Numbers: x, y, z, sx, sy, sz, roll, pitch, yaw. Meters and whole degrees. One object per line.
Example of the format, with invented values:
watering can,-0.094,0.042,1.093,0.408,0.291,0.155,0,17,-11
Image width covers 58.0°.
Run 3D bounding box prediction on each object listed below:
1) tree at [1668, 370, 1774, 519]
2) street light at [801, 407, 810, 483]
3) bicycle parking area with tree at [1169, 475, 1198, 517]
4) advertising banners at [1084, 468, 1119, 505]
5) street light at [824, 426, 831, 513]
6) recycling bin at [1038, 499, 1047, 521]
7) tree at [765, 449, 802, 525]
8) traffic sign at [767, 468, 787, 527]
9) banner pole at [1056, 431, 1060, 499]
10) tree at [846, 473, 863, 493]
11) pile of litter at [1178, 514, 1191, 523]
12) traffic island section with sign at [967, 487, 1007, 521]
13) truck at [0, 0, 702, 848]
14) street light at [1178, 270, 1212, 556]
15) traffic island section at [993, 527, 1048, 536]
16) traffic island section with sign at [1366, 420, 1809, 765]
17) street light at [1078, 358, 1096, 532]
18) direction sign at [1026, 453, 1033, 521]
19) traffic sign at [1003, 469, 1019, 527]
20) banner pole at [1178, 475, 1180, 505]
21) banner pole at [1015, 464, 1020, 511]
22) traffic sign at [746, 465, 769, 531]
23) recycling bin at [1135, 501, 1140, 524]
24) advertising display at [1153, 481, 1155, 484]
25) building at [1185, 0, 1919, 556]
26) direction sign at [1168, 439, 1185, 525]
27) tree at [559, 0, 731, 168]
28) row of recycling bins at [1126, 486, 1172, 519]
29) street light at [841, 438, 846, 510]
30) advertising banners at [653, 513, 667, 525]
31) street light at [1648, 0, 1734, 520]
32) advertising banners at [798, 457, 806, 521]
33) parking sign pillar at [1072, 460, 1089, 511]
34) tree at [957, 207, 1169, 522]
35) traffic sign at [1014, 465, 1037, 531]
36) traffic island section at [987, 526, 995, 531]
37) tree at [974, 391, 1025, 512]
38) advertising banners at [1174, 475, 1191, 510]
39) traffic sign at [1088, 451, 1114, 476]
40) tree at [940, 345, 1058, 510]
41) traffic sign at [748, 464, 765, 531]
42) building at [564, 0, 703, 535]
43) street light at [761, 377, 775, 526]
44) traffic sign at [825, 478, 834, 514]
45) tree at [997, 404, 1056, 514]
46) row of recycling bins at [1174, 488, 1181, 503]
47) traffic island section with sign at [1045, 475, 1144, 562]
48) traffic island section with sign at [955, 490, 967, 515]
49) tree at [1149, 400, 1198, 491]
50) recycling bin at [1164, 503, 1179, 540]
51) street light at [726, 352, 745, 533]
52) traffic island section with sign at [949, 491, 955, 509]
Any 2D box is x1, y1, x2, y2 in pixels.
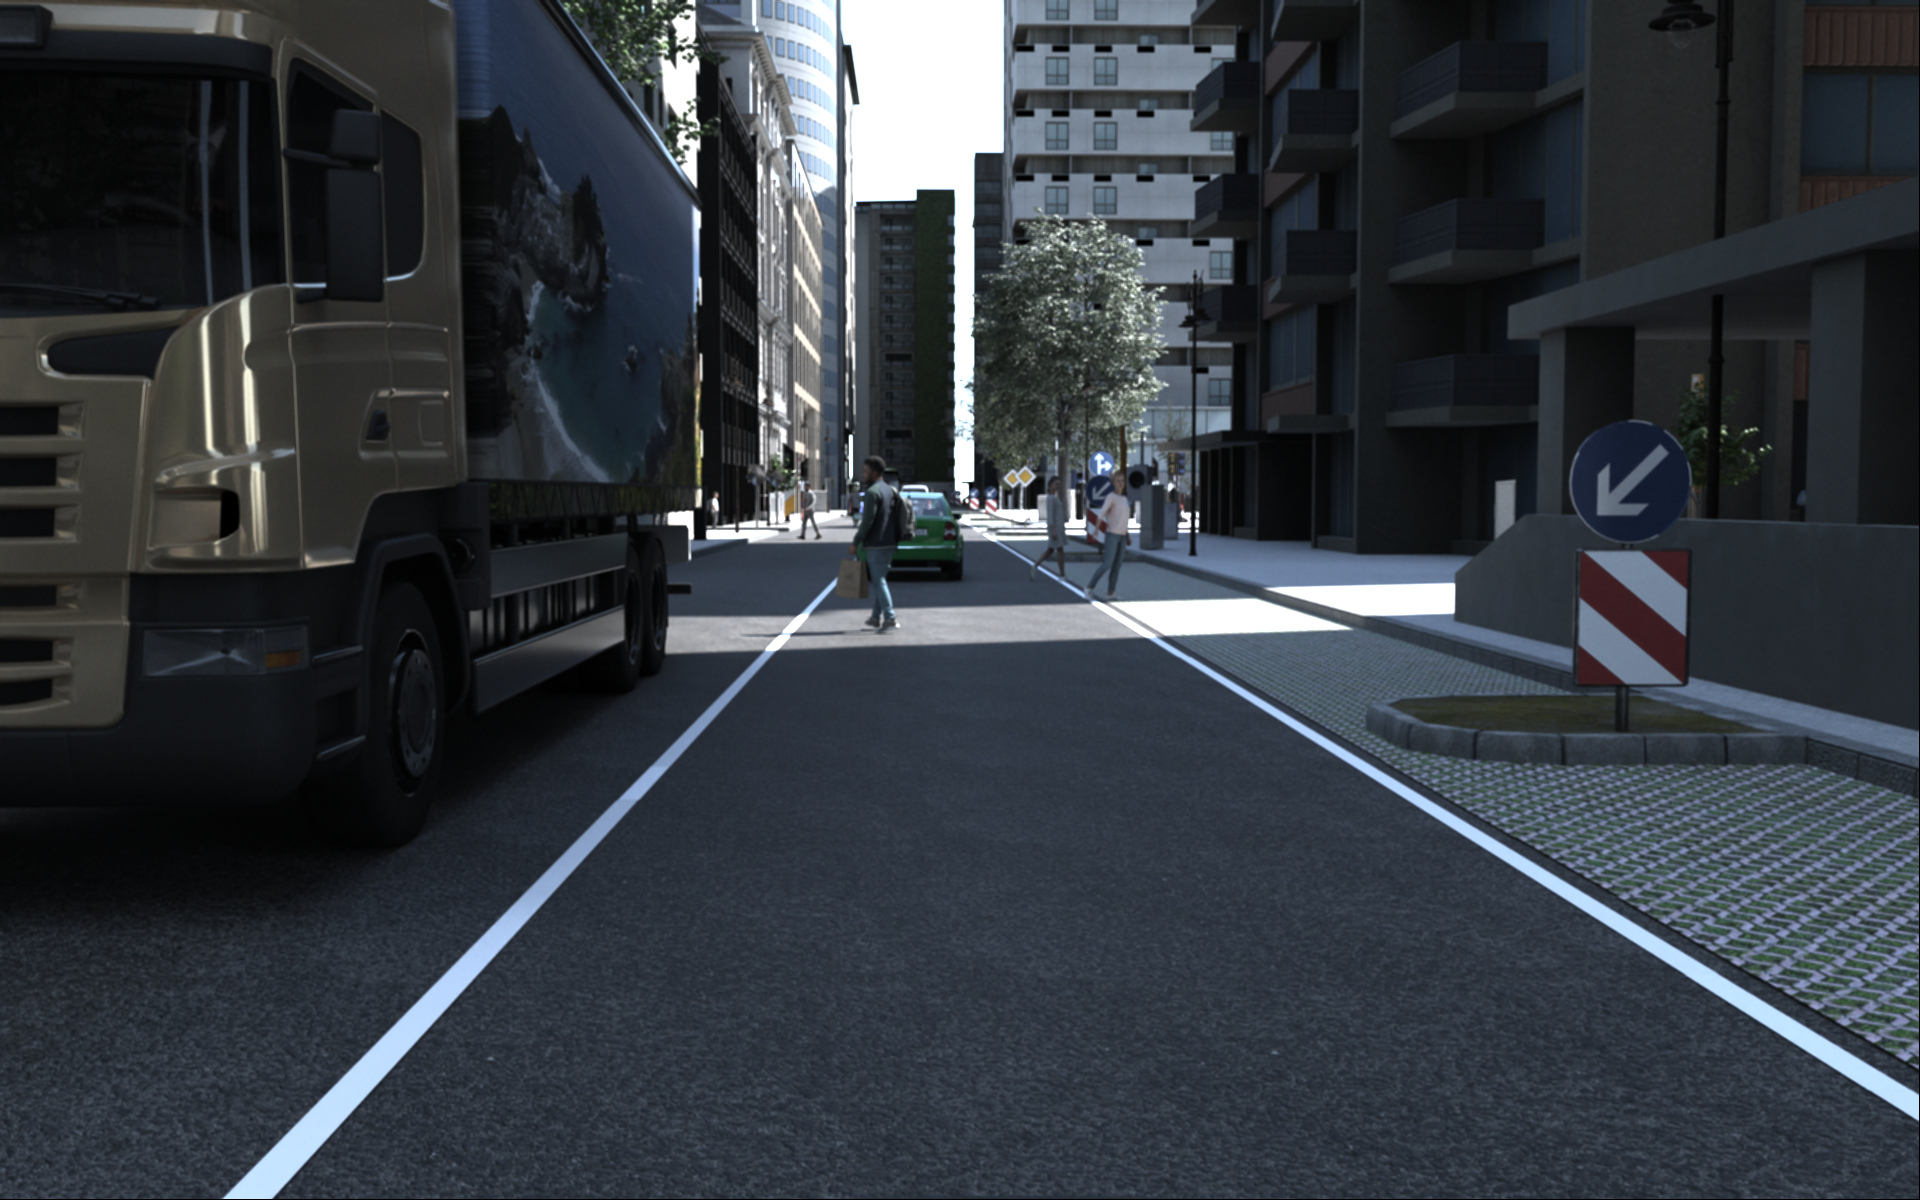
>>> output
tree,11.408,-1.973,26.863,1.663,3.219,1.824,0,3,0
street light,-8.198,-7.289,91.958,0.468,5.910,1.993,0,4,-1
bicycle parking area with tree,14.246,-6.647,95.680,8.231,4.147,9.016,0,4,2
advertising banners,8.074,-6.277,98.811,2.074,3.025,0.090,1,4,8
street light,-8.781,-8.709,115.186,0.468,5.910,1.993,0,4,-1
recycling bin,4.113,-4.285,82.614,0.722,1.027,0.722,1,4,11
tree,-7.742,-4.802,73.113,1.663,3.219,1.824,0,3,0
traffic sign,-7.174,-3.918,67.700,0.795,2.450,0.064,0,4,-1
banner pole,3.844,-4.793,68.379,0.401,3.779,0.863,1,4,12
tree,-10.091,-10.318,163.300,1.663,3.219,1.824,0,3,0
pile of litter,9.447,-3.878,77.363,1.719,0.858,1.176,2,4,35
traffic island section with sign,1.515,-5.136,92.596,1.989,1.847,2.006,0,4,-1
truck,-3.472,-1.313,10.385,2.839,4.237,11.283,0,4,-1
street light,4.846,-3.858,35.863,0.468,5.910,1.993,0,4,-1
traffic island section,2.280,-2.306,59.992,2.009,0.180,2.903,0,4,-1
traffic island section with sign,3.463,-0.087,10.044,1.989,1.847,2.006,0,4,-1
street light,4.331,-5.276,59.057,0.468,5.910,1.993,0,4,-1
direction sign,3.337,-5.616,83.822,0.379,3.537,0.876,1,4,18
traffic sign,2.068,-3.930,67.897,0.795,2.450,0.064,0,4,-1
banner pole,13.773,-7.265,108.802,0.401,3.779,0.863,1,4,17
banner pole,4.310,-8.544,129.718,0.401,3.779,0.863,-2,4,-28
traffic sign,-6.986,-3.430,59.717,0.795,2.450,0.064,0,4,-1
recycling bin,7.866,-3.726,73.476,0.722,1.027,0.722,-1,4,-13
advertising display,9.275,-4.866,84.771,0.123,1.923,0.974,2,4,32
building,17.824,-23.808,43.879,22.147,44.769,28.867,0,4,-1
direction sign,8.949,-4.875,71.702,0.876,3.537,0.379,-2,4,-33
tree,-6.581,-5.813,20.806,9.928,11.665,9.643,0,3,0
row of recycling bins,9.007,-5.016,89.121,3.534,1.692,1.069,-1,4,-12
street light,-9.266,-10.128,138.382,0.468,5.910,1.993,0,4,-1
advertising banners,-6.895,-2.692,40.208,0.090,3.025,2.074,0,4,3
street light,5.425,-2.422,12.383,0.468,5.910,1.993,0,4,-1
advertising banners,-7.631,-5.354,83.729,0.090,3.025,2.074,0,4,5
parking sign pillar,9.080,-8.704,130.786,1.447,3.967,1.447,0,4,0
tree,4.767,-10.492,78.196,9.857,13.997,8.962,0,3,0
traffic sign,2.257,-3.442,59.914,0.795,2.450,0.064,0,4,-1
traffic island section,2.092,-2.795,67.975,2.009,0.180,2.903,0,4,-1
tree,3.105,-10.577,123.289,4.737,8.622,4.395,0,3,0
advertising banners,17.819,-8.745,139.164,2.074,3.025,0.090,-3,4,-38
traffic sign,4.162,-3.117,51.077,0.768,2.556,0.104,0,4,3
tree,3.344,-13.895,137.556,12.009,13.543,11.850,0,3,0
traffic sign,-7.037,-3.531,59.865,0.606,2.300,0.079,0,4,7
building,-22.658,-12.098,42.843,28.899,21.520,27.650,0,4,-1
street light,-7.616,-5.870,68.765,0.468,5.910,1.993,0,4,-1
traffic sign,-8.220,-6.553,109.276,0.606,2.300,0.079,0,4,3
tree,4.011,-9.849,111.392,4.360,8.622,3.978,0,3,0
row of recycling bins,13.069,-6.655,115.929,3.534,1.692,1.069,2,4,23
traffic island section with sign,2.828,-1.735,36.991,1.989,1.847,2.006,0,4,-1
traffic island section with sign,0.855,-6.824,120.208,1.989,1.847,2.006,0,4,-1
tree,16.642,-11.194,133.382,4.360,8.622,3.978,0,3,0
recycling bin,5.797,-2.227,48.963,0.722,1.027,0.722,1,4,10
street light,-7.310,-5.129,56.641,0.468,5.910,1.993,0,4,-1
traffic island section with sign,-0.296,-9.852,169.701,1.989,1.847,2.006,0,4,-1
